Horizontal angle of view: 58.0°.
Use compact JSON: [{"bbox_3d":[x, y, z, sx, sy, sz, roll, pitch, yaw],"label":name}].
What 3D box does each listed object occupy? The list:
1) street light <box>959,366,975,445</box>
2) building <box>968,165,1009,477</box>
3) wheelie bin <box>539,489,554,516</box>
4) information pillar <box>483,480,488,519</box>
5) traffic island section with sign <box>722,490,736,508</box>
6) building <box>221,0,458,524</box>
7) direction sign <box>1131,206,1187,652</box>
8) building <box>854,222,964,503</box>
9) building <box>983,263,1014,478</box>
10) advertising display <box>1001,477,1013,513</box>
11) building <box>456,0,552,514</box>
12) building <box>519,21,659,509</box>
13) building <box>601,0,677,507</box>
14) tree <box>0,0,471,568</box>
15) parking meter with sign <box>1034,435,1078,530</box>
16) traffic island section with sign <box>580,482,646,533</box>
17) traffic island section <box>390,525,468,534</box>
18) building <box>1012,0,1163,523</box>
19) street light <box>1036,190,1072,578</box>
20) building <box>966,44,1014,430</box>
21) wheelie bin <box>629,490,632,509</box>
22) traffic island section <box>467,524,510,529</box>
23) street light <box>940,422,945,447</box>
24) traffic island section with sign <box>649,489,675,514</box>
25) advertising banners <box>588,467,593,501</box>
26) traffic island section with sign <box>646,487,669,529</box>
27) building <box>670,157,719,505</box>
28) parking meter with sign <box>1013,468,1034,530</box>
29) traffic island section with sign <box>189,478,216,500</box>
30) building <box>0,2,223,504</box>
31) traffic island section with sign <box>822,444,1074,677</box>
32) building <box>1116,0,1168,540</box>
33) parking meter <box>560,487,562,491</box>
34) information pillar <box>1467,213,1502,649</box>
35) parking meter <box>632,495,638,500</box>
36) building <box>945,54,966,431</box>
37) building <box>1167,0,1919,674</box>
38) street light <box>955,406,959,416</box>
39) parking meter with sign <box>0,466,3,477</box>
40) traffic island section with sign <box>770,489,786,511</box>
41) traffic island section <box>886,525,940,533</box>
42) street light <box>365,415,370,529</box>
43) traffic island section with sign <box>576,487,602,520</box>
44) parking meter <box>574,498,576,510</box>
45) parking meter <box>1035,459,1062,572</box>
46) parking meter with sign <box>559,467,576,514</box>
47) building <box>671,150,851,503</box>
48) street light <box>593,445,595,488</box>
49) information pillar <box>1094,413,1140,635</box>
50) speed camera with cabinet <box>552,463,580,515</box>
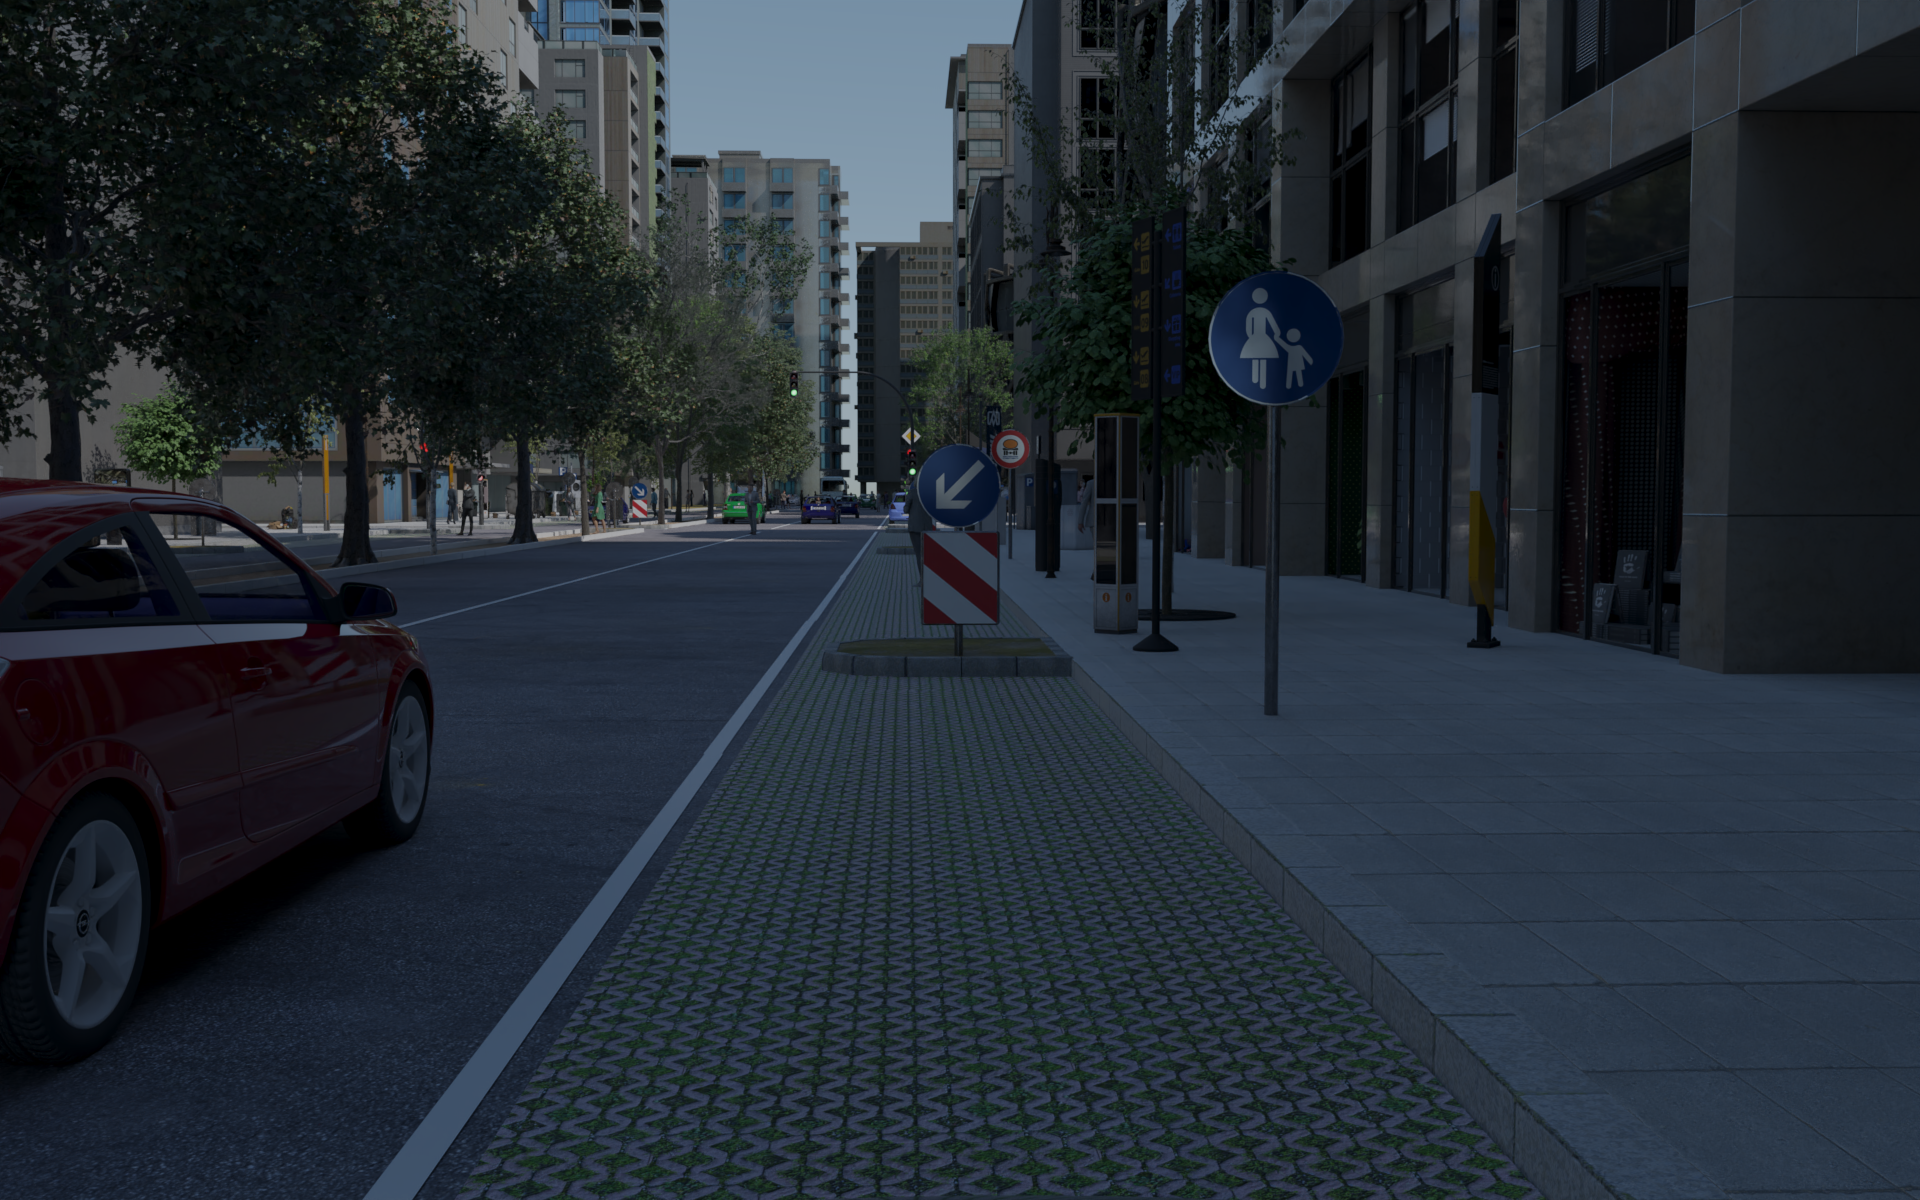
[{"bbox_3d":[0.315,-5.499,62.691,0.468,5.910,1.993,0,4,-2],"label":"street light"},{"bbox_3d":[8.217,-20.930,135.708,14.314,27.812,24.014,0,4,-2],"label":"building"},{"bbox_3d":[-23.935,-5.651,100.298,0.693,1.594,0.980,2,4,32],"label":"wheelie bin"},{"bbox_3d":[-24.145,-5.095,87.797,0.304,2.012,0.304,-3,5,-42],"label":"information pillar"},{"bbox_3d":[-22.822,-10.131,174.271,1.989,1.847,2.006,0,4,-2],"label":"traffic island section with sign"},{"bbox_3d":[-31.882,-26.279,79.766,14.600,45.320,14.200,0,4,-2],"label":"building"},{"bbox_3d":[1.607,-1.353,14.118,0.379,3.537,0.876,-1,4,-22],"label":"direction sign"},{"bbox_3d":[-3.115,-34.125,249.818,23.993,40.220,32.217,0,4,-2],"label":"building"},{"bbox_3d":[9.926,-15.170,115.484,16.820,18.784,16.811,0,4,-2],"label":"building"},{"bbox_3d":[1.485,-3.626,64.493,0.974,1.923,0.123,1,4,15],"label":"advertising display"},{"bbox_3d":[-43.058,-32.002,112.471,28.713,52.752,27.495,0,4,-2],"label":"building"},{"bbox_3d":[-34.722,-28.713,153.060,14.154,41.232,14.086,0,4,-2],"label":"building"},{"bbox_3d":[-40.019,-52.682,174.020,22.319,86.520,31.000,0,4,-2],"label":"building"},{"bbox_3d":[-11.820,-6.986,33.690,9.611,12.733,9.660,0,3,0],"label":"tree"},{"bbox_3d":[3.182,-3.398,51.812,1.738,3.016,0.543,0,4,-3],"label":"parking meter with sign"},{"bbox_3d":[-12.912,-3.430,64.223,2.006,1.907,1.989,0,4,-2],"label":"traffic island section with sign"},{"bbox_3d":[-19.582,-2.538,63.774,2.009,0.180,2.903,0,4,-2],"label":"traffic island section"},{"bbox_3d":[14.853,-17.636,81.853,24.014,27.812,14.314,0,4,-2],"label":"building"},{"bbox_3d":[1.389,-3.273,26.301,0.468,5.910,1.993,0,4,-2],"label":"street light"},{"bbox_3d":[7.469,-29.226,161.431,14.154,41.232,14.086,0,4,-2],"label":"building"},{"bbox_3d":[-27.161,-8.363,144.647,0.980,1.594,0.693,-3,4,-38],"label":"wheelie bin"},{"bbox_3d":[-19.840,-3.026,71.755,2.009,0.180,2.903,0,4,-2],"label":"traffic island section"},{"bbox_3d":[-1.168,-8.432,110.646,0.468,5.910,1.993,0,4,-2],"label":"street light"},{"bbox_3d":[-21.207,-7.069,124.202,1.989,1.847,2.006,0,4,-2],"label":"traffic island section with sign"},{"bbox_3d":[-23.975,-7.114,112.502,0.090,3.025,2.074,-1,4,-18],"label":"advertising banners"},{"bbox_3d":[-13.142,-3.883,71.626,2.006,1.907,1.989,0,4,-2],"label":"traffic island section with sign"},{"bbox_3d":[-36.843,-32.326,212.123,14.086,41.232,14.154,0,4,-2],"label":"building"},{"bbox_3d":[2.328,-4.037,62.264,0.543,3.016,1.738,-2,4,-25],"label":"parking meter with sign"},{"bbox_3d":[-18.559,-2.041,42.003,1.989,1.847,2.006,0,4,-2],"label":"traffic island section with sign"},{"bbox_3d":[-39.555,-14.230,51.725,30.058,24.678,14.314,0,4,-2],"label":"building"},{"bbox_3d":[-0.136,-0.353,14.406,1.989,1.847,2.006,0,4,-2],"label":"traffic island section with sign"},{"bbox_3d":[13.060,-11.330,52.694,16.820,18.784,16.811,0,4,-2],"label":"building"},{"bbox_3d":[-30.795,-7.843,133.941,0.255,1.863,0.399,0,4,-6],"label":"parking meter"},{"bbox_3d":[4.357,-1.408,14.374,0.183,3.616,0.504,2,4,33],"label":"information pillar"},{"bbox_3d":[-23.981,-7.460,127.675,0.399,1.863,0.255,3,4,36],"label":"parking meter"},{"bbox_3d":[12.900,-37.721,205.977,28.713,52.752,27.495,0,4,-2],"label":"building"},{"bbox_3d":[14.719,-13.266,21.415,19.350,26.468,34.151,0,4,-2],"label":"building"},{"bbox_3d":[0.010,-6.206,74.260,0.468,5.910,1.993,0,4,-2],"label":"street light"},{"bbox_3d":[-66.348,-7.479,118.534,1.738,3.016,0.543,1,4,17],"label":"parking meter with sign"},{"bbox_3d":[-15.574,-8.476,146.726,2.006,1.907,1.989,0,4,-2],"label":"traffic island section with sign"},{"bbox_3d":[-1.750,-2.573,64.342,2.009,0.180,2.903,0,4,-2],"label":"traffic island section"},{"bbox_3d":[-21.561,-5.512,62.913,0.468,5.910,1.993,0,4,-2],"label":"street light"},{"bbox_3d":[-20.313,-5.385,96.671,1.989,1.847,2.006,0,4,-2],"label":"traffic island section with sign"},{"bbox_3d":[-26.673,-6.785,119.340,0.372,1.533,0.369,0,3,0],"label":"parking meter"},{"bbox_3d":[1.469,-1.409,28.747,0.399,1.863,0.255,-2,4,-30],"label":"parking meter"},{"bbox_3d":[-25.282,-7.028,111.164,0.543,3.016,1.738,-2,4,-26],"label":"parking meter with sign"},{"bbox_3d":[-30.752,-38.192,244.051,30.456,49.044,23.786,0,4,-2],"label":"building"},{"bbox_3d":[-23.006,-8.317,108.776,0.468,5.910,1.993,0,4,-2],"label":"street light"},{"bbox_3d":[1.439,-0.699,15.928,0.304,2.012,0.304,3,5,43],"label":"information pillar"},{"bbox_3d":[-24.758,-6.980,108.453,0.660,3.252,2.038,3,4,39],"label":"speed camera with cabinet"}]
